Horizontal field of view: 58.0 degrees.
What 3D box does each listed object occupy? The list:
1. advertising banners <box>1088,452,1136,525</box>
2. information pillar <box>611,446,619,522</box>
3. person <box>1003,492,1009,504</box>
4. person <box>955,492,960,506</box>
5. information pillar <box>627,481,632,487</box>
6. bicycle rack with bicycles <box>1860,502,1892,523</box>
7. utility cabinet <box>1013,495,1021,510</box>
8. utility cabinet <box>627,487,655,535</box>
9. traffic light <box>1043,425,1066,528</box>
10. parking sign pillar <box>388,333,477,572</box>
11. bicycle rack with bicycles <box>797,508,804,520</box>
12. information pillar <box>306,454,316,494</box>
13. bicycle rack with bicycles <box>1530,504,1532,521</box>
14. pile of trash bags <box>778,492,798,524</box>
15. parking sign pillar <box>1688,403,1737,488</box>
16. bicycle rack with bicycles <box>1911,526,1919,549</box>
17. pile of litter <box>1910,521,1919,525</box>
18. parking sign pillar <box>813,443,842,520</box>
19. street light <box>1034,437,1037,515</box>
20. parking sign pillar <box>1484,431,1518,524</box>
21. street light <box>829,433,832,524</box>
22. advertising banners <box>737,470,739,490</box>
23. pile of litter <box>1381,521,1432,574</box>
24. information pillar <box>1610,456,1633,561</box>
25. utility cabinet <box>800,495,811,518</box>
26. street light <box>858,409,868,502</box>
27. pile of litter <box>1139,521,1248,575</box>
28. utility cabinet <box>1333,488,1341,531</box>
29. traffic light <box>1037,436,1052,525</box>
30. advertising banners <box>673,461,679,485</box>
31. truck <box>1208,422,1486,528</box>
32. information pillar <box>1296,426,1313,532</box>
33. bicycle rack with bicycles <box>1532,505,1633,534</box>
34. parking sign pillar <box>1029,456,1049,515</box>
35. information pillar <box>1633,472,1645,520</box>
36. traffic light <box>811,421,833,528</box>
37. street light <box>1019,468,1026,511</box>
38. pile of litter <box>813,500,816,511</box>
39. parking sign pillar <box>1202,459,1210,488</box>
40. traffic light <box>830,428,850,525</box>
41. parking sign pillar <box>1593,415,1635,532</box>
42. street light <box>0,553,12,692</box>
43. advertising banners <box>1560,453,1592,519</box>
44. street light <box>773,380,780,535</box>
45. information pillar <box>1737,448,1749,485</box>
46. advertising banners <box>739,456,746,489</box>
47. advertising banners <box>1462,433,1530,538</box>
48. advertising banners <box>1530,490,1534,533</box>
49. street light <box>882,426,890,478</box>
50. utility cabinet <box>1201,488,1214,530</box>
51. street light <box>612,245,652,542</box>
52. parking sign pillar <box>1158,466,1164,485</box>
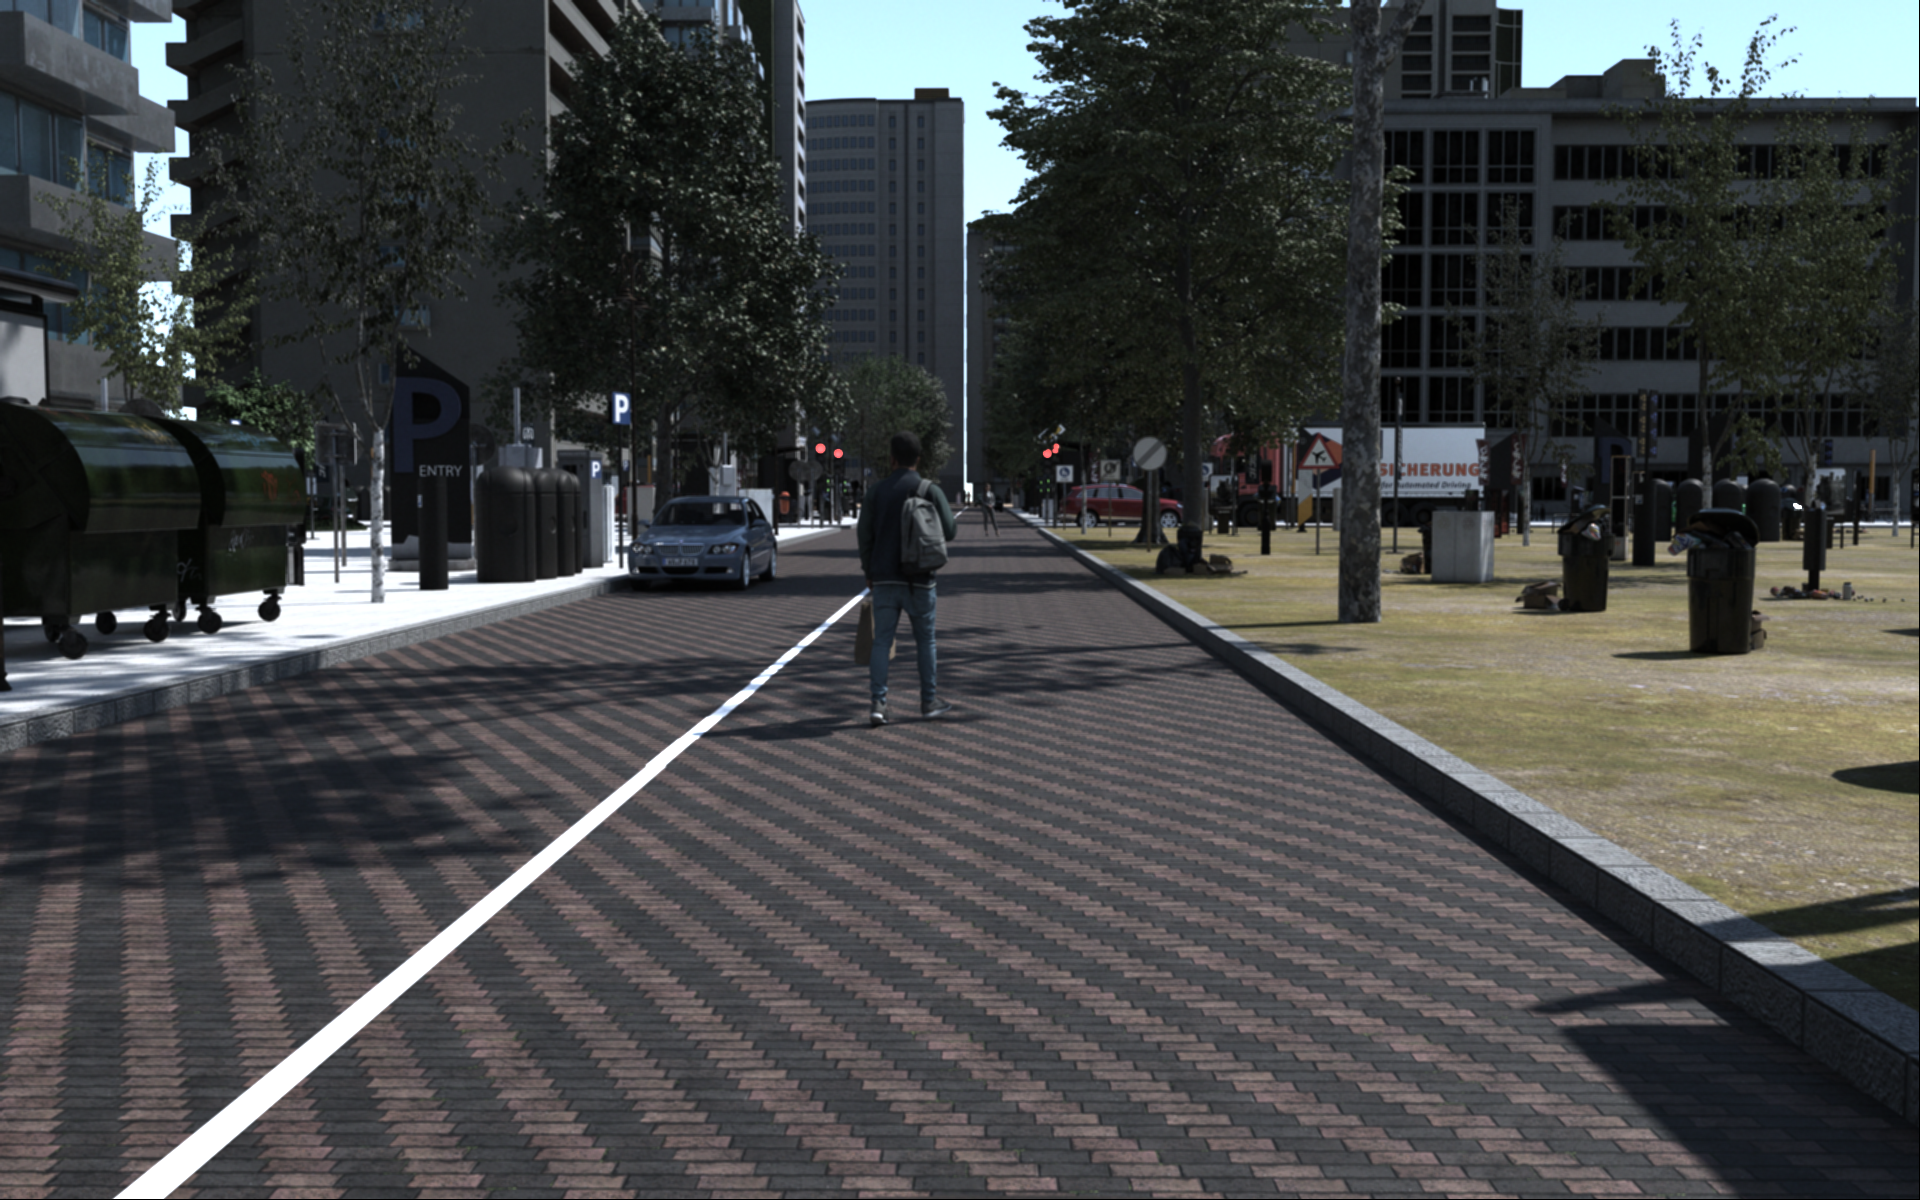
[{"bbox_3d":[6.351,-4.633,71.939,2.074,3.025,0.090,0,4,5],"label":"advertising banners"},{"bbox_3d":[-15.698,-5.352,78.855,0.504,3.616,0.183,3,4,36],"label":"information pillar"},{"bbox_3d":[6.059,-13.407,228.416,0.721,1.735,1.217,-3,5,-44],"label":"person"},{"bbox_3d":[-0.214,-12.394,211.805,0.621,1.740,0.551,3,5,40],"label":"person"},{"bbox_3d":[-18.340,-5.612,96.253,0.304,2.012,0.304,2,4,25],"label":"information pillar"},{"bbox_3d":[40.510,-3.919,77.464,2.925,0.926,2.852,-1,4,-21],"label":"bicycle rack with bicycles"},{"bbox_3d":[4.881,-8.074,143.174,1.020,1.237,0.306,2,4,33],"label":"utility cabinet"},{"bbox_3d":[-9.676,-2.711,53.007,1.173,1.500,0.318,3,4,37],"label":"utility cabinet"},{"bbox_3d":[3.539,-4.637,64.735,0.839,4.253,0.868,0,4,1],"label":"traffic light"},{"bbox_3d":[-8.900,-2.486,29.122,1.447,3.967,1.447,-1,4,-14],"label":"parking sign pillar"},{"bbox_3d":[-9.159,-4.234,82.600,2.925,0.926,2.852,1,4,12],"label":"bicycle rack with bicycles"},{"bbox_3d":[-32.487,-5.837,86.790,0.183,3.616,0.504,3,5,42],"label":"information pillar"},{"bbox_3d":[26.855,-4.257,82.988,2.852,0.926,2.925,1,4,18],"label":"bicycle rack with bicycles"},{"bbox_3d":[-7.858,-3.966,74.603,1.912,1.369,3.447,-1,4,-19],"label":"pile of trash bags"},{"bbox_3d":[22.475,-3.871,51.763,1.447,3.967,1.447,-3,5,-41],"label":"parking sign pillar"},{"bbox_3d":[23.601,-1.650,40.352,2.852,0.926,2.925,-1,4,-15],"label":"bicycle rack with bicycles"},{"bbox_3d":[40.221,-3.566,72.262,1.719,0.858,1.176,-2,4,-29],"label":"pile of litter"},{"bbox_3d":[-6.715,-6.067,87.668,1.447,3.967,1.447,0,4,5],"label":"parking sign pillar"},{"bbox_3d":[4.552,-8.080,104.901,0.468,5.910,1.993,0,4,1],"label":"street light"},{"bbox_3d":[23.117,-5.227,73.929,1.447,3.967,1.447,2,4,30],"label":"parking sign pillar"},{"bbox_3d":[-5.480,-6.133,73.065,0.468,5.910,1.993,0,4,1],"label":"street light"},{"bbox_3d":[-16.671,-7.885,125.108,2.074,3.025,0.090,-1,4,-20],"label":"advertising banners"},{"bbox_3d":[7.675,-0.868,28.158,1.719,0.858,1.176,2,4,28],"label":"pile of litter"},{"bbox_3d":[12.675,-1.761,33.279,0.304,2.012,0.304,2,4,30],"label":"information pillar"},{"bbox_3d":[-8.542,-5.074,94.125,1.020,1.237,0.306,1,4,21],"label":"utility cabinet"},{"bbox_3d":[-5.305,-7.443,94.488,0.468,5.910,1.993,0,4,1],"label":"street light"},{"bbox_3d":[3.867,-0.851,27.872,1.719,0.858,1.176,-1,4,-10],"label":"pile of litter"},{"bbox_3d":[13.469,-3.127,59.804,1.173,1.500,0.318,-1,4,-15],"label":"utility cabinet"},{"bbox_3d":[3.643,-5.125,72.719,0.839,4.253,0.868,0,4,1],"label":"traffic light"},{"bbox_3d":[-14.314,-5.883,92.368,2.074,3.025,0.090,1,4,14],"label":"advertising banners"},{"bbox_3d":[14.894,-4.890,68.857,11.283,4.237,2.839,0,4,0],"label":"truck"},{"bbox_3d":[11.577,-4.084,58.128,0.504,3.616,0.183,0,4,7],"label":"information pillar"},{"bbox_3d":[20.626,-2.602,55.917,2.925,0.926,2.852,-3,5,-41],"label":"bicycle rack with bicycles"},{"bbox_3d":[5.024,-7.326,108.244,1.447,3.967,1.447,1,4,15],"label":"parking sign pillar"},{"bbox_3d":[22.442,-3.230,57.308,0.304,2.012,0.304,-3,5,-40],"label":"information pillar"},{"bbox_3d":[-5.172,-4.643,64.831,0.839,4.253,0.868,0,4,1],"label":"traffic light"},{"bbox_3d":[4.766,-9.390,126.316,0.468,5.910,1.993,0,4,1],"label":"street light"},{"bbox_3d":[-11.053,-7.131,130.551,1.719,0.858,1.176,3,4,39],"label":"pile of litter"},{"bbox_3d":[14.067,-6.659,97.353,1.447,3.967,1.447,3,5,43],"label":"parking sign pillar"},{"bbox_3d":[-5.068,-5.131,72.816,0.839,4.253,0.868,0,4,1],"label":"traffic light"},{"bbox_3d":[22.401,-4.332,59.303,1.447,3.967,1.447,0,4,-7],"label":"parking sign pillar"},{"bbox_3d":[-6.285,-2.344,11.114,0.468,5.910,1.993,0,4,1],"label":"street light"},{"bbox_3d":[25.863,-4.680,72.711,0.090,3.025,2.074,-1,4,-21],"label":"advertising banners"},{"bbox_3d":[-5.715,-4.950,53.722,0.468,5.910,1.993,0,4,1],"label":"street light"},{"bbox_3d":[36.913,-5.526,81.703,0.504,3.616,0.183,3,4,37],"label":"information pillar"},{"bbox_3d":[-7.477,-4.005,61.672,0.090,3.025,2.074,-1,4,-21],"label":"advertising banners"},{"bbox_3d":[15.591,-3.326,50.574,0.090,3.025,2.074,-3,5,-41],"label":"advertising banners"},{"bbox_3d":[17.363,-3.614,55.274,2.074,3.025,0.090,-1,4,-14],"label":"advertising banners"},{"bbox_3d":[-4.954,-8.739,115.674,0.468,5.910,1.993,0,4,1],"label":"street light"},{"bbox_3d":[8.647,-3.182,60.711,0.318,1.500,1.173,0,4,-1],"label":"utility cabinet"},{"bbox_3d":[-6.110,-3.646,32.405,0.468,5.910,1.993,0,4,1],"label":"street light"},{"bbox_3d":[15.418,-8.938,134.614,1.447,3.967,1.447,-1,4,-19],"label":"parking sign pillar"}]
